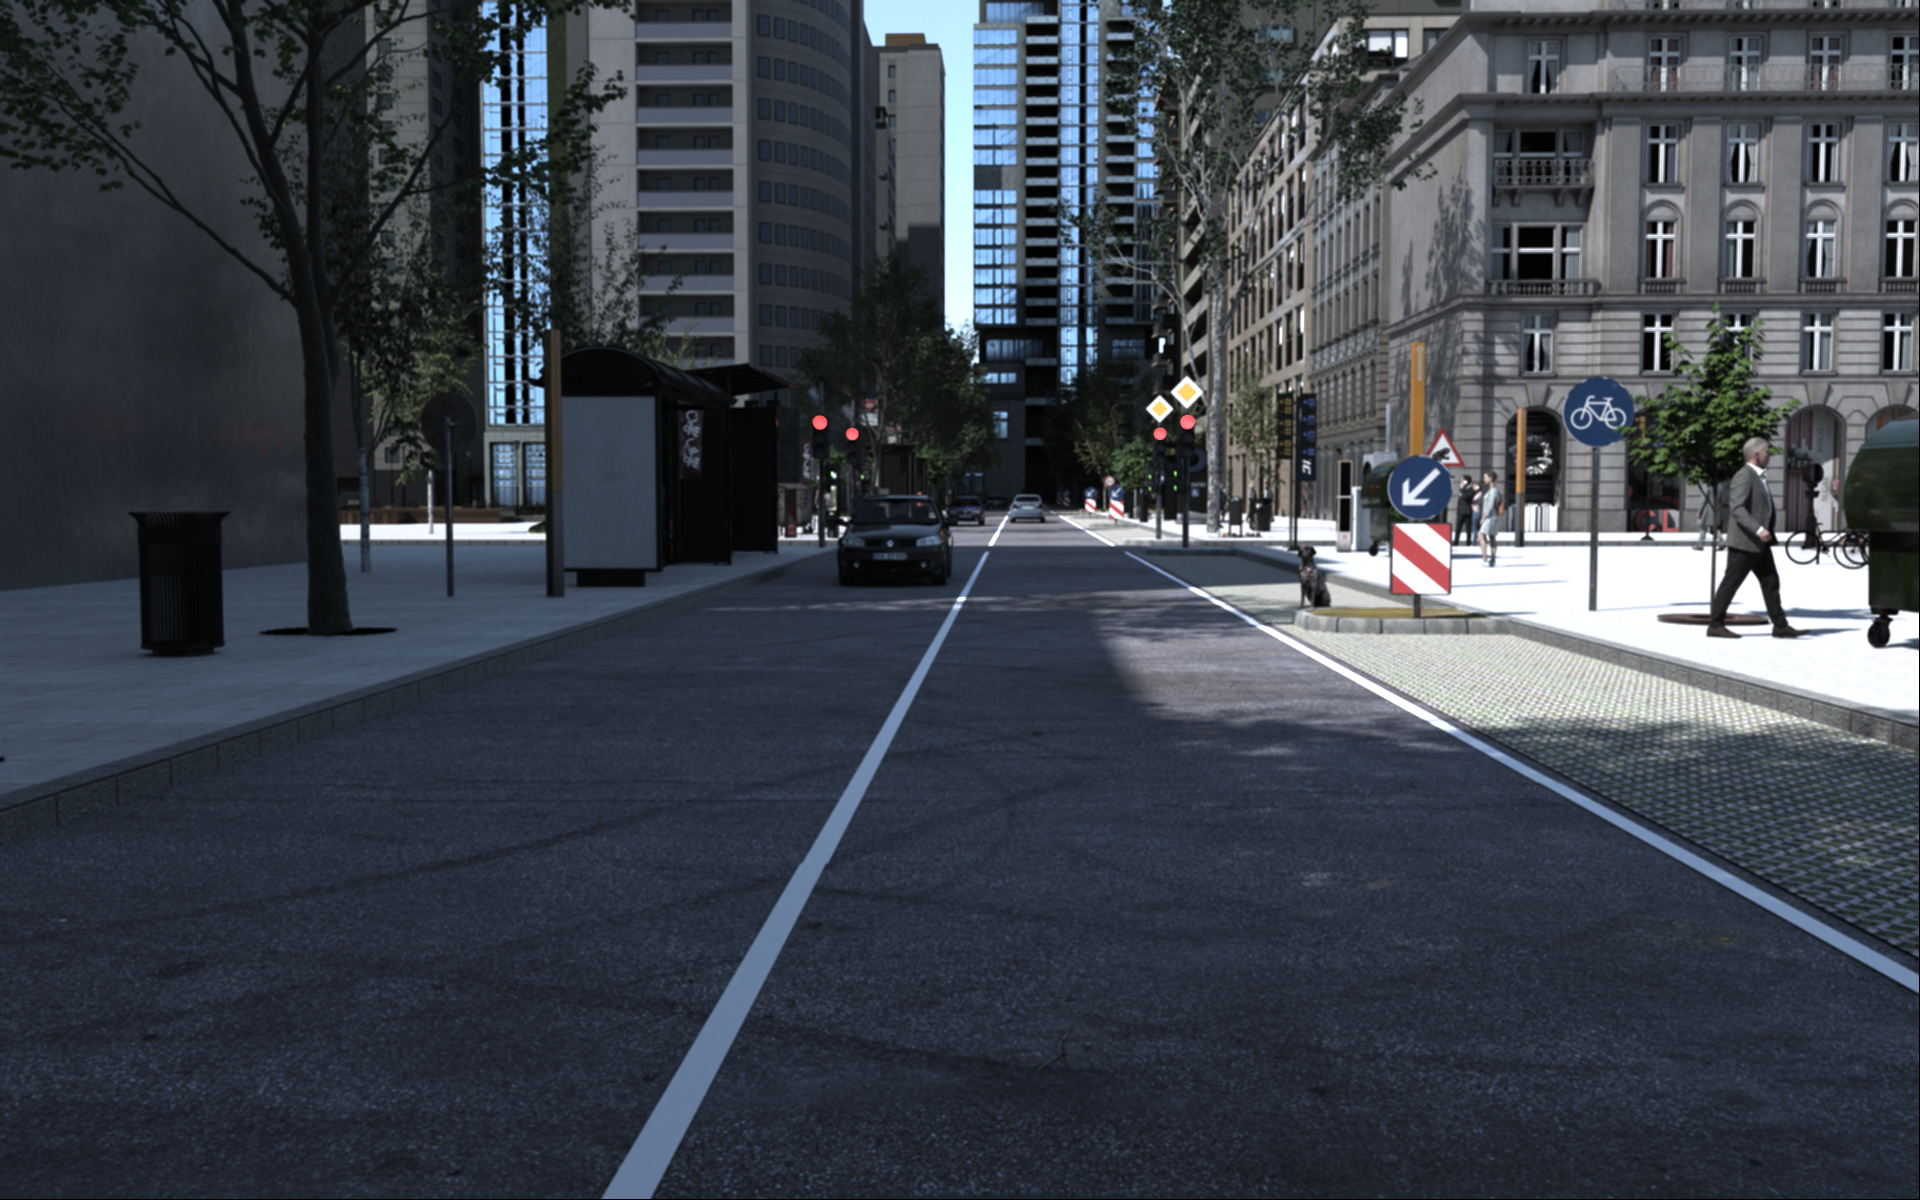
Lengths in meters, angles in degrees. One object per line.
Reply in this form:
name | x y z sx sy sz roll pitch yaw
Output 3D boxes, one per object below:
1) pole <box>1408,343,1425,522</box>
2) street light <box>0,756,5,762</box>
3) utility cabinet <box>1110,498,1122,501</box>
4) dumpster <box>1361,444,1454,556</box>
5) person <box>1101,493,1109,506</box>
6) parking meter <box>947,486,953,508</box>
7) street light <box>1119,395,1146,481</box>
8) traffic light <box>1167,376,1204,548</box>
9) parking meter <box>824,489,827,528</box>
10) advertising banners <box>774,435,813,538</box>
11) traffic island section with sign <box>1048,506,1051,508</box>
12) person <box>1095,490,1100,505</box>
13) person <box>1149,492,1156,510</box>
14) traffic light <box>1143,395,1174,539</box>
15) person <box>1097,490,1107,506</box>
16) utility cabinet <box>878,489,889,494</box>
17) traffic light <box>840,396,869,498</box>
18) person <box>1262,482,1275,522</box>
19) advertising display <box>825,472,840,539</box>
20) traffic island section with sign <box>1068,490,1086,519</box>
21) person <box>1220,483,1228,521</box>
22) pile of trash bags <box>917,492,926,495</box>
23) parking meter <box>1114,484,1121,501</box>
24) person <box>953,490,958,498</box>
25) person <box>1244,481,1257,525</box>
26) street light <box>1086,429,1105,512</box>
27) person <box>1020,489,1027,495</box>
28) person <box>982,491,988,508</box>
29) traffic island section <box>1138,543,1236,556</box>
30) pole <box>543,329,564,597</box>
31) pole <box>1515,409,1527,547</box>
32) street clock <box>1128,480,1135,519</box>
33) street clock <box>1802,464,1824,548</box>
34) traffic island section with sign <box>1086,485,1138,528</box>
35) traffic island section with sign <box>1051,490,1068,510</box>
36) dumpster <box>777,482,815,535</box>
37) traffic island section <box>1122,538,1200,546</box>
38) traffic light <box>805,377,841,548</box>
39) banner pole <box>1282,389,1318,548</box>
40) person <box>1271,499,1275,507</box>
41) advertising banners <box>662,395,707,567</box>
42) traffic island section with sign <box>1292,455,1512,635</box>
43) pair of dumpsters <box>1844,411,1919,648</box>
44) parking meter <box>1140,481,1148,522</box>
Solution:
pole | 6.177 -1.811 23.448 0.158 3.312 0.155 0 3 0
street light | -4.228 -2.173 8.067 1.470 5.913 1.316 0 4 2
utility cabinet | 9.633 -5.869 107.122 0.306 1.237 1.020 2 4 33
dumpster | 9.009 -1.981 34.888 1.502 2.255 1.985 0 4 2
person | 15.017 -10.461 180.261 0.628 1.438 0.799 2 4 31
parking meter | -0.685 -7.061 121.162 0.399 1.863 0.255 1 4 17
street light | 8.145 -6.642 81.144 1.470 5.913 1.316 0 4 2
traffic light | 5.359 -3.197 41.187 0.839 4.253 0.868 0 4 2
parking meter | -5.018 -3.498 65.600 0.372 1.533 0.369 0 3 0
advertising banners | -5.007 -3.348 50.934 0.090 3.025 2.074 3 4 37
traffic island section with sign | 10.125 -10.396 178.602 1.989 1.847 2.006 0 4 2
person | 15.382 -11.539 195.231 0.617 1.759 0.750 2 4 29
person | 15.192 -7.860 135.336 0.721 1.735 1.217 -3 5 -42
traffic light | 5.633 -3.685 49.167 0.839 4.253 0.868 0 4 2
person | 15.693 -11.303 191.574 1.217 1.743 0.721 -1 4 -16
utility cabinet | -3.448 -3.760 70.159 1.173 1.500 0.318 -3 4 -38
traffic light | -3.024 -3.702 49.447 0.839 4.253 0.868 0 4 2
person | 13.851 -4.402 77.998 0.713 1.824 0.794 0 4 -3
advertising display | -3.690 -2.757 50.289 0.123 1.923 0.974 -2 4 -23
traffic island section with sign | 7.451 -5.638 100.803 1.989 1.847 2.006 0 4 2
person | 12.536 -4.702 83.016 0.635 1.810 0.391 2 4 35
pile of trash bags | -2.888 -4.916 90.125 1.912 1.369 3.447 3 4 36
parking meter | 9.234 -5.859 101.500 0.255 1.863 0.399 -2 4 -29
person | -0.700 -11.338 191.942 1.217 1.766 0.721 1 4 11
person | 12.051 -3.983 71.352 0.728 1.800 0.709 3 4 38
street light | 9.693 -9.240 123.622 1.470 5.913 1.316 0 4 2
person | 4.921 -7.728 134.795 1.348 1.831 0.705 -1 4 -12
person | 2.650 -10.152 175.198 0.721 1.743 1.217 3 5 39
traffic island section | 5.399 -1.163 41.299 2.009 0.180 2.903 0 4 2
pole | -5.054 -1.694 21.544 0.158 3.312 0.155 0 3 0
pole | 13.481 -2.923 41.634 0.158 3.312 0.155 0 3 0
street clock | 8.907 -5.225 90.005 0.358 2.002 0.471 2 4 30
street clock | 20.241 -2.238 41.160 0.471 2.002 0.358 -2 4 -24
traffic island section with sign | 6.518 -3.990 73.864 1.989 1.847 2.006 0 4 2
traffic island section with sign | 9.185 -8.729 151.348 1.989 1.847 2.006 0 4 2
dumpster | -5.384 -3.043 55.519 1.264 1.857 1.865 0 4 2
traffic island section | 5.673 -1.651 49.280 2.009 0.180 2.903 0 4 2
traffic light | -3.297 -3.214 41.467 0.839 4.253 0.868 0 4 2
banner pole | 8.114 -3.134 41.261 0.863 3.779 0.401 2 4 35
person | 17.495 -5.335 97.541 0.475 1.303 0.640 1 4 12
advertising banners | -5.428 -2.091 30.377 2.074 3.025 0.090 -2 4 -24
traffic island section with sign | 4.629 -0.604 18.503 1.989 1.847 2.006 0 4 2
pair of dumpsters | 8.128 -0.604 12.363 1.574 2.255 4.437 0 4 2
parking meter | 8.342 -4.457 78.589 0.255 1.863 0.399 -1 4 -21
